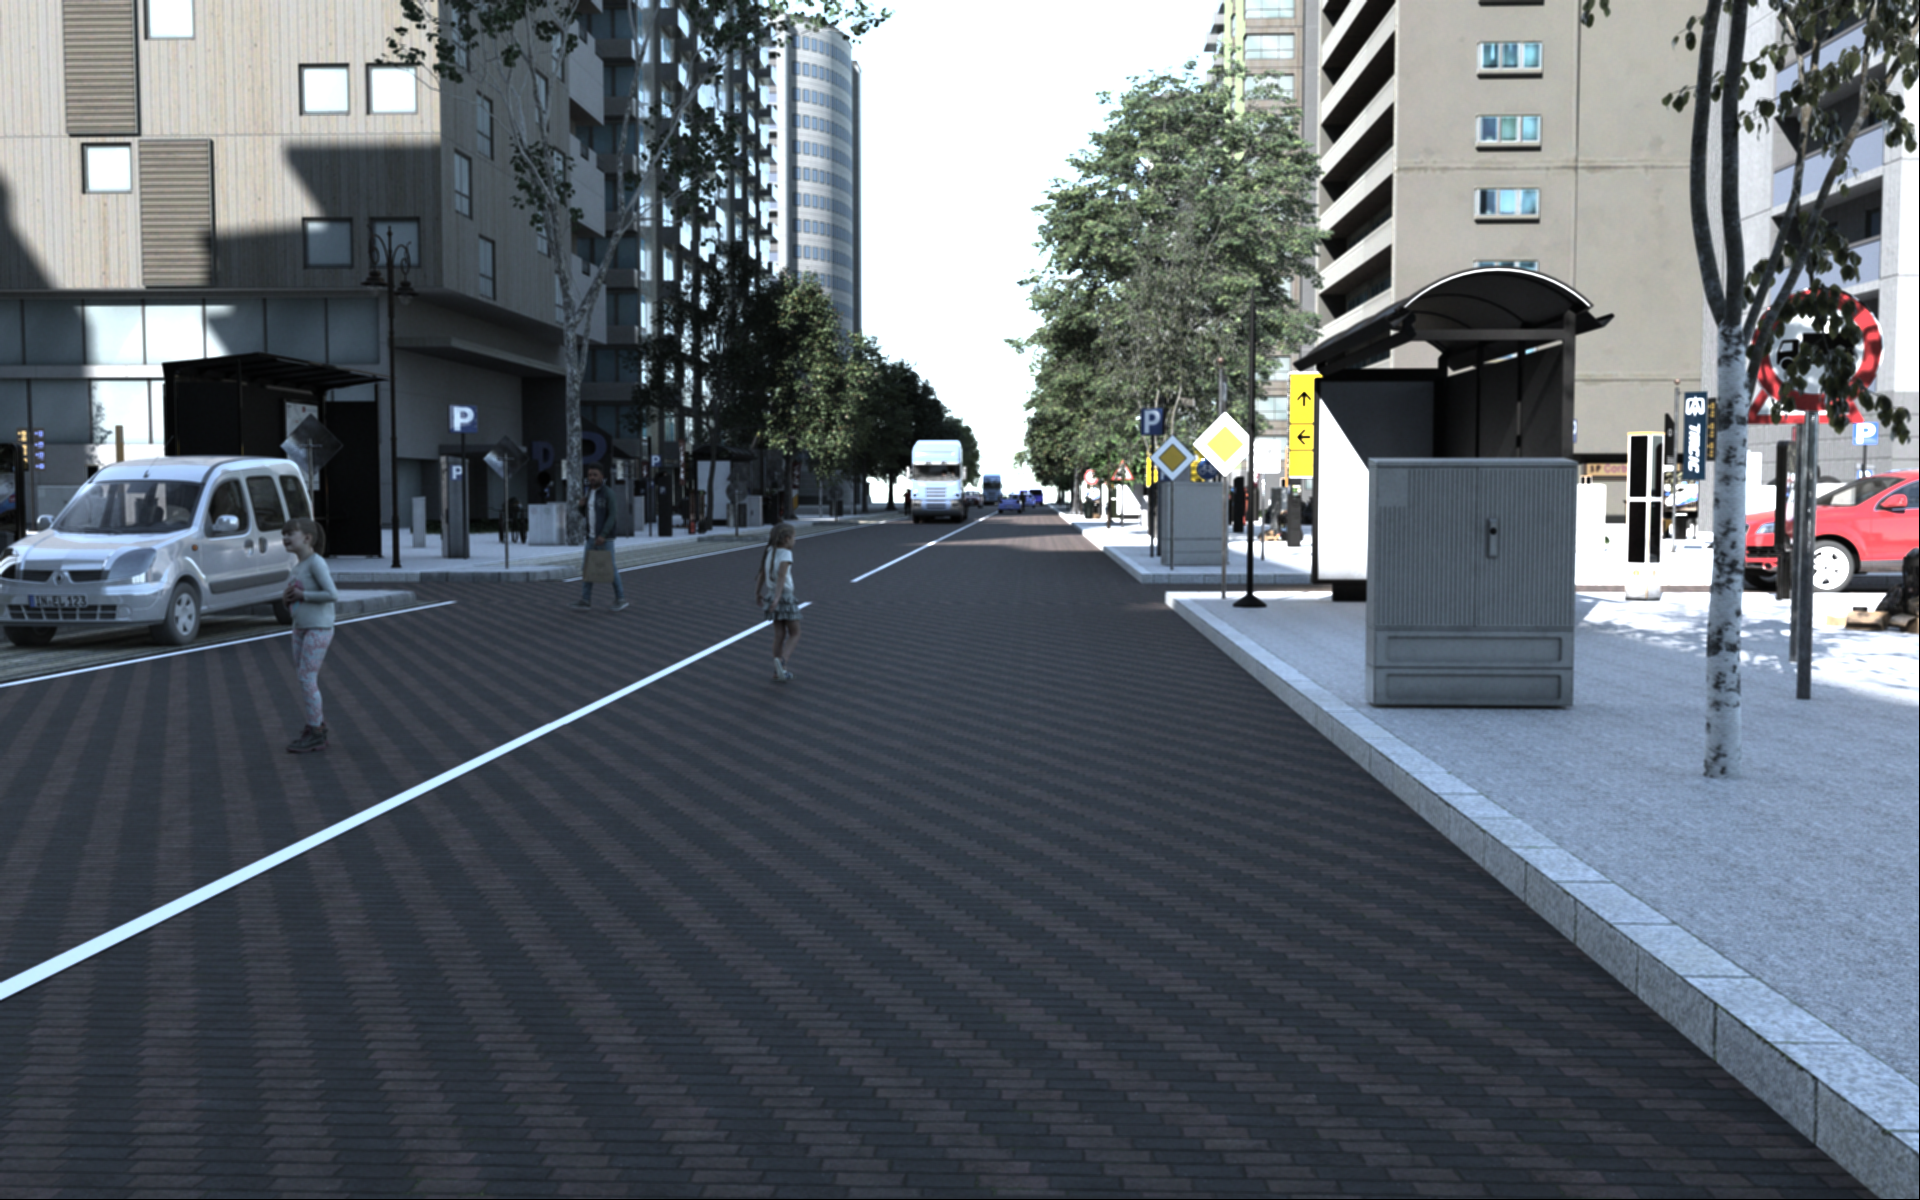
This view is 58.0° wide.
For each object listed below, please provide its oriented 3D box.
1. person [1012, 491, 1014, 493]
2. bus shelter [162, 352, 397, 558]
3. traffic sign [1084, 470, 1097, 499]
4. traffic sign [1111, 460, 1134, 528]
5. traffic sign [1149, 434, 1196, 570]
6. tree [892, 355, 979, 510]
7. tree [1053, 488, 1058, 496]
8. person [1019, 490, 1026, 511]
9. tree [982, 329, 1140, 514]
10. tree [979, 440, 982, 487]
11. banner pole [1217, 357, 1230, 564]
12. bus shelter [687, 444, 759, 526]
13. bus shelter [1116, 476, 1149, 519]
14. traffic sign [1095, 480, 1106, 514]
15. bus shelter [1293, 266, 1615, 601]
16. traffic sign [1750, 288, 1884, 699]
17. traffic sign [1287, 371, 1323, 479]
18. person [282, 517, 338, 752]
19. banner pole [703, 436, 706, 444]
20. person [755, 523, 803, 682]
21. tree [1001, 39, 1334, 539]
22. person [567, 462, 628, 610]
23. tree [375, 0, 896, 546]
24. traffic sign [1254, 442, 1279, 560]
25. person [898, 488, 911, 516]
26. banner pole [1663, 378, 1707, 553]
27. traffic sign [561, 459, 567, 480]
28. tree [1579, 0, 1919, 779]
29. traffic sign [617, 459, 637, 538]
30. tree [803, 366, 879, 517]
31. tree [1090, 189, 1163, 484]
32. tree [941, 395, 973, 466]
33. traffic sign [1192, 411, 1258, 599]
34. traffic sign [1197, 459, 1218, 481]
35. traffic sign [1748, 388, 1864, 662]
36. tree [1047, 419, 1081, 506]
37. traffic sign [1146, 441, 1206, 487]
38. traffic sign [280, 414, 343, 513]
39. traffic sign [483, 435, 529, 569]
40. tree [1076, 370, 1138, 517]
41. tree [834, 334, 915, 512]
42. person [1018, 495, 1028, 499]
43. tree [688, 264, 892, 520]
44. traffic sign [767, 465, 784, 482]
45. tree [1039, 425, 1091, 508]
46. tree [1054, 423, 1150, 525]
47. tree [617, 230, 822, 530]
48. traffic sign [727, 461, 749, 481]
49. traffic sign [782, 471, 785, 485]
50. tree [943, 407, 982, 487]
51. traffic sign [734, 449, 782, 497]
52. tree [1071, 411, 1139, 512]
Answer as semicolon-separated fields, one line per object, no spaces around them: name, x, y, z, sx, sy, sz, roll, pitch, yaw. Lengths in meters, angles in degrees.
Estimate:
person;4.501;-8.400;146.775;0.436;1.711;0.756;-1;4;-20
bus shelter;-12.289;-2.478;31.806;1.731;3.624;6.357;0;4;3
traffic sign;6.835;-5.494;89.934;0.768;2.556;0.104;0;4;5
traffic sign;6.148;-4.001;65.428;0.884;2.594;0.081;1;4;12
traffic sign;3.569;-1.559;29.139;0.795;2.450;0.064;0;4;2
tree;-5.470;-13.584;139.108;9.611;12.733;9.660;0;3;0
tree;14.723;-18.785;257.494;4.737;8.622;4.395;0;3;0
person;5.295;-8.373;145.956;0.434;1.755;0.990;3;5;40
tree;7.633;-11.872;111.117;9.611;12.733;9.660;0;3;0
tree;-4.078;-15.163;164.917;9.611;12.733;9.660;0;3;0
banner pole;4.840;-2.565;31.954;0.401;3.779;0.863;1;4;20
bus shelter;-9.809;-4.779;72.066;2.014;3.302;5.546;0;4;3
bus shelter;8.545;-5.564;84.890;2.014;3.302;5.546;0;4;2
traffic sign;7.325;-5.546;90.681;0.884;2.594;0.081;1;4;9
bus shelter;4.894;-1.482;18.162;2.014;3.302;5.546;0;4;3
traffic sign;5.286;-0.652;10.774;0.768;2.556;0.104;1;4;11
traffic sign;6.550;-2.125;28.616;2.265;3.308;0.079;1;4;10
person;-3.676;0.186;9.742;0.425;1.301;0.394;2;4;24
banner pole;-10.900;-5.229;75.504;0.863;3.779;0.401;-2;4;-27
person;-1.443;0.011;13.336;0.505;1.210;0.382;3;5;44
tree;5.836;-8.749;49.704;9.857;13.997;8.962;0;3;0
person;-4.395;-0.774;21.147;0.713;1.824;0.794;-2;4;-32
tree;-8.418;-11.357;41.568;12.611;20.169;13.585;0;3;0
traffic sign;5.859;-1.916;33.463;0.606;2.300;0.079;1;4;9
person;-3.413;-6.427;113.521;1.348;1.831;0.705;0;4;-3
banner pole;15.712;-2.902;37.469;0.863;3.779;0.401;3;4;38
traffic sign;-11.222;-2.934;50.099;0.606;2.300;0.079;0;4;4
tree;3.684;-3.496;7.516;4.360;8.622;3.978;0;3;0
traffic sign;-9.708;-2.959;50.502;0.606;2.300;0.079;0;4;3
tree;-7.549;-8.934;96.440;4.737;8.622;4.395;0;3;0
tree;4.813;-5.515;40.533;4.360;8.622;3.978;0;3;0
tree;-3.598;-17.665;199.191;12.009;13.543;11.850;0;3;0
traffic sign;3.227;-1.071;21.161;0.795;2.450;0.064;0;4;2
traffic sign;8.831;-3.774;61.803;0.768;2.556;0.104;1;4;8
traffic sign;6.378;-0.805;13.172;0.884;2.594;0.081;0;4;6
tree;10.023;-13.076;148.211;7.601;10.594;8.767;2;4;33
traffic sign;8.147;-4.376;65.427;2.265;3.308;0.079;0;4;6
traffic sign;-8.106;-1.102;21.665;0.795;2.450;0.064;0;4;2
traffic sign;-7.764;-1.590;29.643;0.795;2.450;0.064;0;4;2
tree;8.422;-9.051;98.350;4.737;8.622;4.395;0;3;0
tree;-6.830;-12.519;122.816;7.486;12.596;7.792;0;3;0
person;6.199;-10.083;174.077;1.217;1.735;0.721;0;4;8
tree;-8.574;-10.356;86.320;9.611;12.733;9.660;0;3;0
traffic sign;-8.040;-4.615;75.554;0.768;2.556;0.104;0;4;3
tree;10.393;-14.831;160.612;7.486;12.596;7.792;0;3;0
tree;6.795;-5.451;72.830;4.285;4.588;4.351;0;3;0
tree;-8.608;-7.746;61.053;7.601;10.594;8.767;1;4;12
traffic sign;-8.871;-4.224;69.066;0.884;2.594;0.081;0;4;5
traffic sign;-9.455;-5.730;93.791;0.768;2.556;0.104;0;4;8
tree;-2.214;-18.630;222.725;7.486;12.596;7.792;0;3;0
traffic sign;-9.174;-5.185;78.654;2.265;3.308;0.079;1;4;10
tree;9.252;-12.024;122.345;9.928;11.665;9.643;0;3;0
